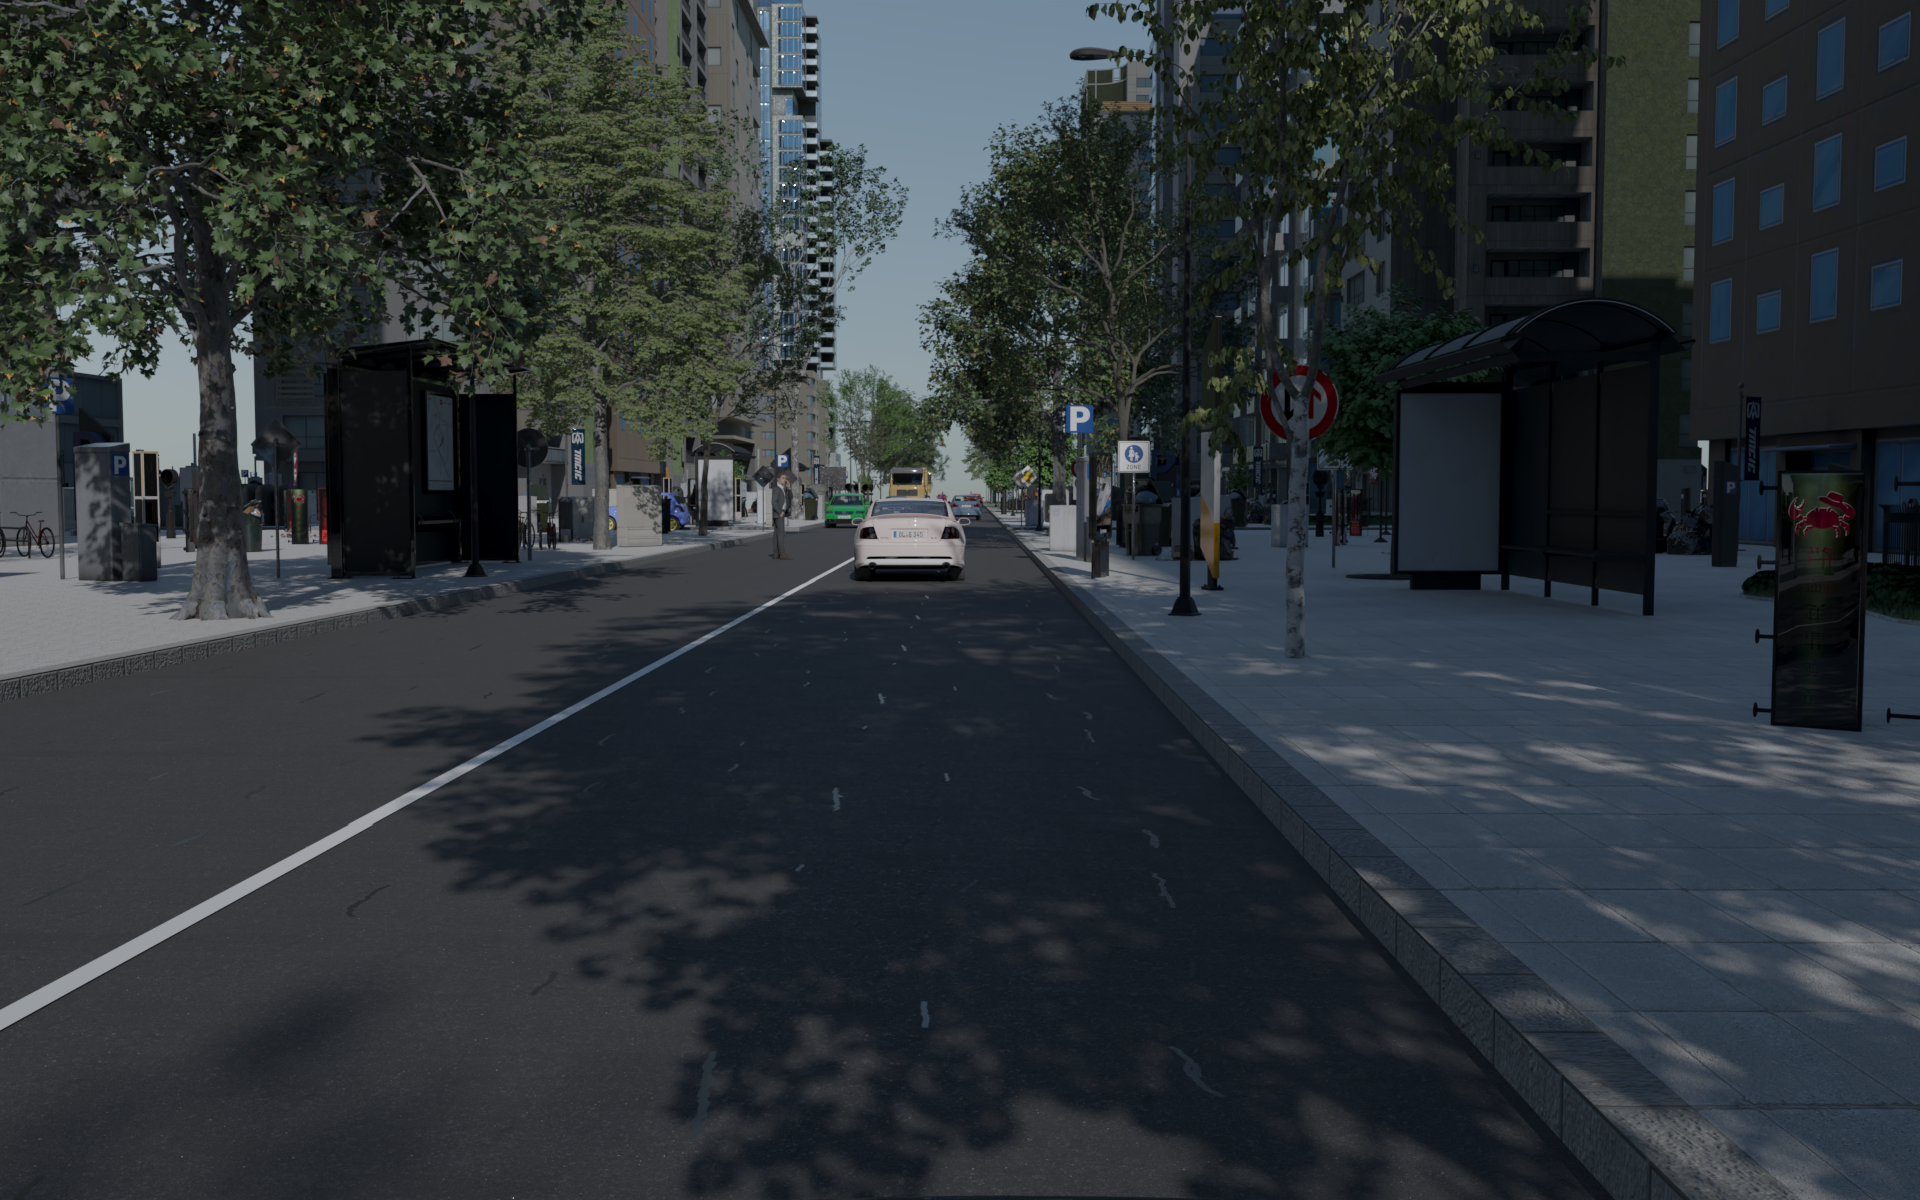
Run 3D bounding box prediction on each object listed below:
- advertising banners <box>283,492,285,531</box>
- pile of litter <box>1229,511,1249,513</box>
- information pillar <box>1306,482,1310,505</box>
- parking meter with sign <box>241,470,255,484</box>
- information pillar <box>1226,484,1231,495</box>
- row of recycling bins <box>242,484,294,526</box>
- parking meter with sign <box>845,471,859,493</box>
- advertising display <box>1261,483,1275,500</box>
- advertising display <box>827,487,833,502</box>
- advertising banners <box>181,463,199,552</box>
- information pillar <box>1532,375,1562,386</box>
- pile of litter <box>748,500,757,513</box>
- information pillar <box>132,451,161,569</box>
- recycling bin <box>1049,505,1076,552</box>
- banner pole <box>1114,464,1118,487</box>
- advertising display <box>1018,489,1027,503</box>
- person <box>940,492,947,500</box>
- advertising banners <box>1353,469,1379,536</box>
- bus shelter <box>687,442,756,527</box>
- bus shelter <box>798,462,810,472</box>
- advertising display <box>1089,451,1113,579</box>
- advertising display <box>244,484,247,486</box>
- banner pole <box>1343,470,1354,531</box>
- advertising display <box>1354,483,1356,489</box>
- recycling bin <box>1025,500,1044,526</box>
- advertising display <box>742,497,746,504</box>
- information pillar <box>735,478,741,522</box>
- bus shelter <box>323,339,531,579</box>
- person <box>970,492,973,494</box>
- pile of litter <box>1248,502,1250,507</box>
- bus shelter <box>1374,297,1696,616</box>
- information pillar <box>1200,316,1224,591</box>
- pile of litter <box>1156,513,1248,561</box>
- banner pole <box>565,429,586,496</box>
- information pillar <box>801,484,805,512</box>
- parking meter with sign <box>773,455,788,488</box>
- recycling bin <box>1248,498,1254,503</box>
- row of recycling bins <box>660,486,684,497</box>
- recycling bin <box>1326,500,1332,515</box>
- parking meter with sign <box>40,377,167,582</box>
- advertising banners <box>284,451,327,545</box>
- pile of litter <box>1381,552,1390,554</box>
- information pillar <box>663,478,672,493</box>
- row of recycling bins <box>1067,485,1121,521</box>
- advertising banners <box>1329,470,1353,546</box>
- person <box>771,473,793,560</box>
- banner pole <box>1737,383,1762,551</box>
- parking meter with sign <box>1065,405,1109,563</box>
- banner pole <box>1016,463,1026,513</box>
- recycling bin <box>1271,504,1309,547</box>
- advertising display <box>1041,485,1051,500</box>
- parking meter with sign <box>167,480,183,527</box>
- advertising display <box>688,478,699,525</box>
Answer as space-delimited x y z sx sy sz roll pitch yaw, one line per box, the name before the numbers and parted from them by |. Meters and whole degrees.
advertising banners | -22.291 -3.759 57.655 0.090 3.025 2.074 -2 4 -33
pile of litter | 5.980 -1.627 40.563 1.176 0.858 1.719 1 4 20
information pillar | 21.145 -6.196 105.799 0.304 2.012 0.304 -1 4 -19
parking meter with sign | -56.086 -8.594 136.764 0.543 3.016 1.738 -3 5 -45
information pillar | 18.254 -6.914 117.529 0.304 2.012 0.304 -2 4 -28
row of recycling bins | -28.111 -3.833 69.775 3.534 1.692 1.069 2 4 30
parking meter with sign | -8.118 -8.364 133.015 1.738 3.016 0.543 2 4 32
advertising display | 17.912 -5.847 100.817 0.974 1.923 0.123 -2 4 -30
advertising display | -8.376 -6.490 111.324 0.123 1.923 0.974 -1 4 -23
advertising banners | -17.035 -2.611 38.879 0.090 3.025 2.074 0 4 -3
information pillar | 9.928 -2.323 29.328 0.504 3.616 0.183 1 4 18
pile of litter | -13.980 -6.385 118.358 1.719 0.858 1.176 0 4 3
information pillar | -13.970 -1.545 29.757 0.304 2.012 0.304 2 4 35
recycling bin | 2.459 -1.610 38.880 0.722 1.027 0.722 2 4 24
banner pole | 12.298 -8.981 136.863 0.401 3.779 0.863 2 4 29
advertising display | 4.961 -8.053 136.878 0.974 1.923 0.123 -3 4 -38
person | -2.261 -13.680 232.850 0.721 1.739 1.217 3 5 44
advertising banners | 12.118 -3.477 53.035 0.090 3.025 2.074 -2 4 -34
bus shelter | -9.594 -4.670 70.270 2.014 3.302 5.546 0 4 0
bus shelter | -10.388 -6.817 105.374 2.014 3.302 5.546 0 4 1
advertising display | 2.161 -1.309 26.615 0.123 1.923 0.974 1 4 19
advertising display | -44.105 -6.181 106.281 0.974 1.923 0.123 2 4 26
banner pole | 13.459 -4.265 59.744 0.401 3.779 0.863 -1 4 -13
advertising display | 23.086 -5.824 100.437 0.974 1.923 0.123 -2 4 -34
recycling bin | 2.988 -3.467 69.241 0.722 1.027 0.722 0 4 7
advertising display | -17.803 -8.380 142.227 0.123 1.923 0.974 -3 5 -43
information pillar | -10.230 -4.578 79.346 0.304 2.012 0.304 -3 4 -38
bus shelter | -8.741 -2.318 29.178 1.731 3.624 6.357 0 4 1
person | 1.666 -15.845 267.439 0.709 1.838 0.599 -3 4 -39
pile of litter | 17.891 -5.765 108.229 1.719 0.858 1.176 1 4 18
bus shelter | 6.563 -1.633 20.621 2.014 3.302 5.546 0 4 0
information pillar | 3.354 -1.944 23.135 0.183 3.616 0.504 -1 4 -14
pile of litter | 4.604 -1.204 33.649 1.719 0.858 1.176 0 4 2
banner pole | -13.035 -4.183 58.412 0.863 3.779 0.401 -1 4 -11
information pillar | -10.995 -7.157 121.502 0.304 2.012 0.304 0 4 -2
parking meter with sign | -8.079 -4.960 77.361 0.543 3.016 1.738 -1 4 -16
recycling bin | 19.251 -6.311 115.731 0.722 1.027 0.722 1 4 15
row of recycling bins | -16.211 -5.103 90.541 3.534 1.692 1.069 0 4 -5
recycling bin | 17.365 -4.140 80.247 0.722 1.027 0.722 0 4 6
parking meter with sign | -12.705 -1.798 25.653 1.738 3.016 0.543 1 4 20
advertising banners | -16.060 -2.917 43.877 2.074 3.025 0.090 0 4 7
pile of litter | 9.856 -1.433 37.392 1.719 0.858 1.176 -1 4 -11
information pillar | -13.027 -4.450 77.256 0.304 2.012 0.304 1 4 18
row of recycling bins | 6.331 -4.647 83.097 3.534 1.692 1.069 -3 4 -37
advertising banners | 9.392 -2.860 42.941 0.090 3.025 2.074 2 4 24
person | -3.885 -1.843 38.002 0.474 1.900 0.648 0 4 -2
banner pole | 17.771 -3.004 39.129 0.863 3.779 0.401 -1 4 -23
parking meter with sign | 2.477 -2.253 33.101 0.543 3.016 1.738 -1 4 -11
banner pole | 3.978 -7.627 114.716 0.863 3.779 0.401 0 4 -4
recycling bin | 8.005 -1.803 42.037 0.722 1.027 0.722 -1 4 -8
advertising display | 4.513 -5.298 91.834 0.123 1.923 0.974 -2 4 -31
parking meter with sign | -31.163 -4.368 67.685 1.738 3.016 0.543 0 4 -3
advertising display | -10.970 -4.054 71.494 0.123 1.923 0.974 1 4 17
